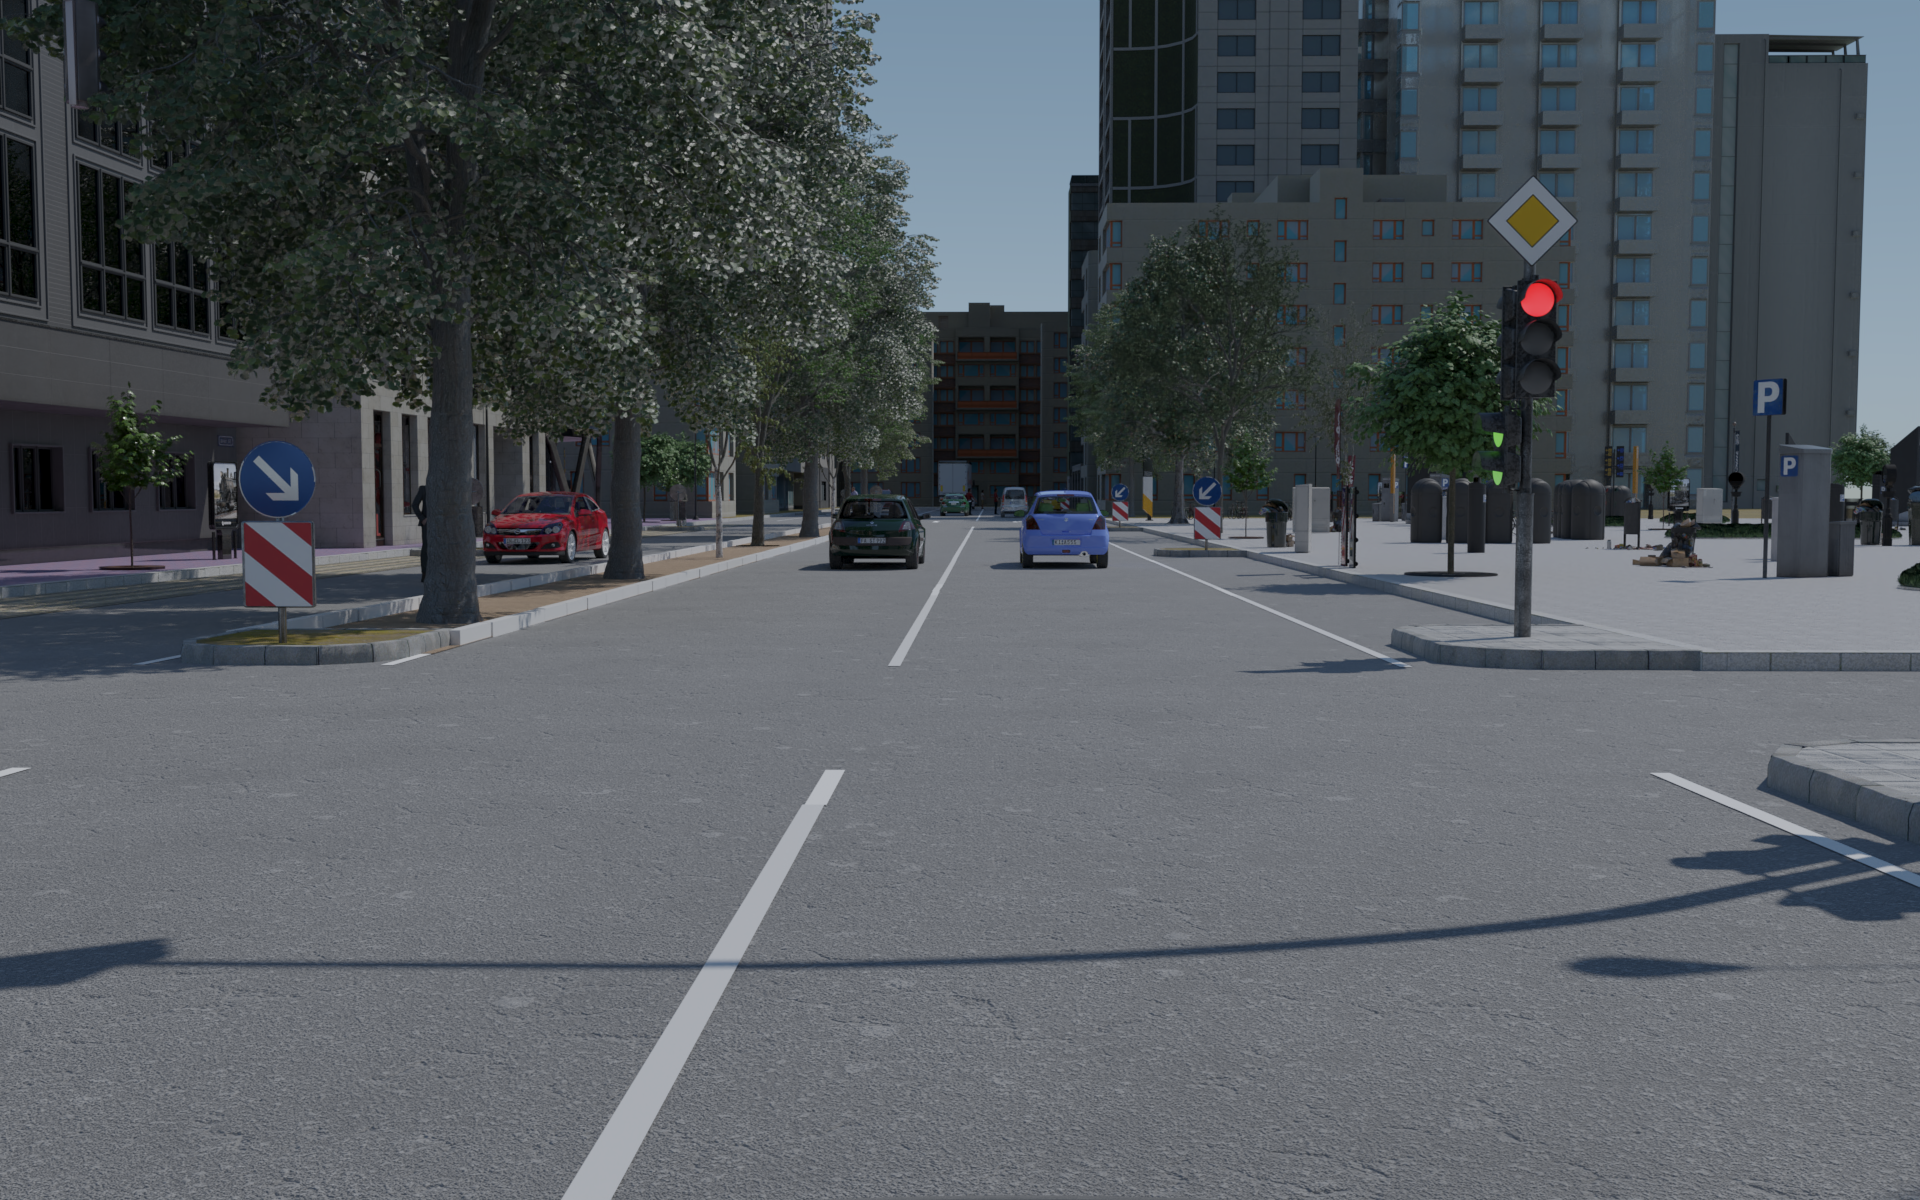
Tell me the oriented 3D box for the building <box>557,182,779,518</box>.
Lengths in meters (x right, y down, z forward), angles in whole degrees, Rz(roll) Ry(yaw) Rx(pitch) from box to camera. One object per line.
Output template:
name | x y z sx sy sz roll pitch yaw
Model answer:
building | -26.682 -15.948 105.791 27.650 21.520 28.899 0 4 1

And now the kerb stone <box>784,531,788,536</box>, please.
kerb stone | -6.071 -2.243 58.904 0.120 0.150 1.000 0 4 1

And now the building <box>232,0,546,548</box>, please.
building | -19.118 -11.868 48.787 10.420 20.320 16.860 0 4 1

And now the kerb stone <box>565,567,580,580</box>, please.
kerb stone | -6.621 -0.425 29.145 0.120 0.150 1.000 0 4 1

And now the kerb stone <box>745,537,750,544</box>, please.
kerb stone | -6.237 -1.678 49.676 0.120 0.150 1.000 0 4 1

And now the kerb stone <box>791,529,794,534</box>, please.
kerb stone | -6.034 -2.365 60.949 0.120 0.150 1.000 0 4 1

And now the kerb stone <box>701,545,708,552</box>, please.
kerb stone | -6.381 -1.242 42.497 0.120 0.150 1.000 0 4 1

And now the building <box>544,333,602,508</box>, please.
building | -22.565 -12.133 65.830 16.820 18.784 16.811 0 4 1

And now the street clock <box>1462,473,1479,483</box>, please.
street clock | 15.155 -2.867 51.443 0.471 2.002 0.358 -2 4 -31

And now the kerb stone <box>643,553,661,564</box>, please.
kerb stone | -6.487 -0.865 36.338 0.120 0.150 1.000 0 4 1

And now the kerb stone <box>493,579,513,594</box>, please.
kerb stone | -6.699 -0.175 25.052 0.120 0.150 1.000 0 4 1

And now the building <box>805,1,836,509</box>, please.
building | -22.485 -43.893 155.895 20.611 71.187 20.563 0 4 1

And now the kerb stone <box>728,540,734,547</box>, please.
kerb stone | -6.291 -1.492 46.595 0.120 0.150 1.000 0 4 1

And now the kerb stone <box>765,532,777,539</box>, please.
kerb stone | -6.117 -2.057 55.824 0.120 0.150 1.000 0 4 1

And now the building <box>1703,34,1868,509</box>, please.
building | 71.840 -29.009 157.890 14.086 41.232 14.154 0 4 1

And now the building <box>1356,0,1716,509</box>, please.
building | 49.484 -32.639 153.252 30.456 49.044 23.786 0 4 1

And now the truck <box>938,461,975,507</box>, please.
truck | -0.317 -9.943 151.485 2.839 4.237 11.283 0 4 3

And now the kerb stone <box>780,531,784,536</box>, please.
kerb stone | -6.094 -2.183 57.882 0.120 0.150 1.000 0 4 1

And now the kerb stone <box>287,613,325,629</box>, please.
kerb stone | -6.824 0.265 17.858 0.120 0.150 1.000 0 4 1

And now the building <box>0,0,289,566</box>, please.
building | -22.504 -14.328 27.766 14.314 27.812 24.014 0 4 1

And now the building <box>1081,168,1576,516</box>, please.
building | 22.806 -16.652 117.298 27.650 21.520 28.899 0 4 1

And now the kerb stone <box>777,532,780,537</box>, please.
kerb stone | -6.109 -2.119 56.850 0.120 0.150 1.000 0 4 1

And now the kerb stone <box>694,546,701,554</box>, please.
kerb stone | -6.395 -1.178 41.475 0.120 0.150 1.000 0 4 1

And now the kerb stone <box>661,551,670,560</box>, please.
kerb stone | -6.472 -0.922 37.362 0.120 0.150 1.000 0 4 1

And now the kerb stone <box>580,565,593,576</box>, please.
kerb stone | -6.612 -0.488 30.179 0.120 0.150 1.000 0 4 1

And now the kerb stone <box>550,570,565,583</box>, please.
kerb stone | -6.641 -0.362 28.118 0.120 0.150 1.000 0 4 1

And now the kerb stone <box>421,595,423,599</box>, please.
kerb stone | -6.754 0.014 21.986 0.120 0.150 1.000 0 4 1

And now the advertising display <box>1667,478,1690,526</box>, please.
advertising display | 28.974 -3.953 69.844 0.974 1.923 0.123 -1 4 -16

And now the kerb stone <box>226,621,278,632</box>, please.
kerb stone | -6.854 0.335 16.837 0.120 0.150 1.000 0 4 1

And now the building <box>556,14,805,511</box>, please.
building | -23.328 -30.973 130.111 21.300 48.544 21.600 0 4 1

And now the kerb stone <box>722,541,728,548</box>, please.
kerb stone | -6.314 -1.430 45.569 0.120 0.150 1.000 0 4 1

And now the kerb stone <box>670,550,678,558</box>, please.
kerb stone | -6.456 -0.990 38.388 0.120 0.150 1.000 0 4 1

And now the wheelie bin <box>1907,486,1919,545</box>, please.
wheelie bin | 24.053 -2.164 43.287 0.693 1.594 0.980 1 4 20

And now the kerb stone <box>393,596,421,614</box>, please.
kerb stone | -6.772 0.077 20.943 0.120 0.150 1.000 0 4 1

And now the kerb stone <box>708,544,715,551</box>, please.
kerb stone | -6.351 -1.303 43.523 0.120 0.150 1.000 0 4 1

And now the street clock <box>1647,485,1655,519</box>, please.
street clock | 35.065 -5.095 87.875 0.471 2.002 0.358 -2 4 -34

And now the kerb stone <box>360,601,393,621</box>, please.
kerb stone | -6.784 0.146 19.915 0.120 0.150 1.000 0 4 1

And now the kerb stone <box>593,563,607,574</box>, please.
kerb stone | -6.577 -0.551 31.204 0.120 0.150 1.000 0 4 1

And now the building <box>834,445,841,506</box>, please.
building | -27.002 -21.026 188.812 28.899 21.520 27.650 0 4 1

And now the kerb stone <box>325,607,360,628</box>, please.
kerb stone | -6.813 0.202 18.890 0.120 0.150 1.000 0 4 1

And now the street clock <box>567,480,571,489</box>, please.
street clock | -20.175 -5.177 89.213 0.358 2.002 0.471 -1 4 -20

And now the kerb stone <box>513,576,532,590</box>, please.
kerb stone | -6.673 -0.235 26.074 0.120 0.150 1.000 0 4 1

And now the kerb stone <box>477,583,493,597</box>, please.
kerb stone | -6.719 -0.111 24.030 0.120 0.150 1.000 0 4 1

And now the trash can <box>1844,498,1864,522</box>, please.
trash can | 30.070 -2.863 58.458 0.748 1.137 0.748 0 3 0

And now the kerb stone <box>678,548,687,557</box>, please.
kerb stone | -6.429 -1.054 39.426 0.120 0.150 1.000 0 4 1

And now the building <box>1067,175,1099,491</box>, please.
building | 16.832 -23.699 159.177 14.160 30.474 14.107 0 4 1

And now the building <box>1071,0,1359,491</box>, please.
building | 19.911 -42.954 140.548 20.563 71.187 20.611 0 4 1

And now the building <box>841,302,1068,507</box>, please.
building | 2.968 -20.994 188.285 28.899 21.520 27.650 0 4 1

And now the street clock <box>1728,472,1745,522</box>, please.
street clock | 25.171 -3.157 56.179 0.471 2.002 0.358 3 4 37

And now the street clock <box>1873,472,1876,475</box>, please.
street clock | 28.429 -2.990 53.459 0.358 2.002 0.471 -2 4 -33

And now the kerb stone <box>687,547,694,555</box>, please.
kerb stone | -6.414 -1.115 40.448 0.120 0.150 1.000 0 4 1

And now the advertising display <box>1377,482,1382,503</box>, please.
advertising display | 21.820 -5.175 89.825 0.123 1.923 0.974 0 4 0

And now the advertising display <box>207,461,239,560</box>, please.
advertising display | -14.468 -1.762 34.024 0.123 1.923 0.974 0 4 4

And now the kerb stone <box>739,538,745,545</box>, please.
kerb stone | -6.255 -1.613 48.649 0.120 0.150 1.000 0 4 1

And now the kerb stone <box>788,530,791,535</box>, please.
kerb stone | -6.054 -2.308 59.926 0.120 0.150 1.000 0 4 1

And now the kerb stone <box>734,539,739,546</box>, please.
kerb stone | -6.273 -1.555 47.618 0.120 0.150 1.000 0 4 1

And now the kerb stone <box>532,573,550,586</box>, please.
kerb stone | -6.647 -0.295 27.096 0.120 0.150 1.000 0 4 1

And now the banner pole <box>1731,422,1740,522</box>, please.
banner pole | 26.932 -4.291 60.179 0.401 3.779 0.863 0 4 8

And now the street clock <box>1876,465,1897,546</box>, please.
street clock | 22.845 -2.328 42.625 0.358 2.002 0.471 1 4 13

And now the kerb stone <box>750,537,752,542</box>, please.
kerb stone | -6.224 -1.741 50.698 0.120 0.150 1.000 0 4 1
